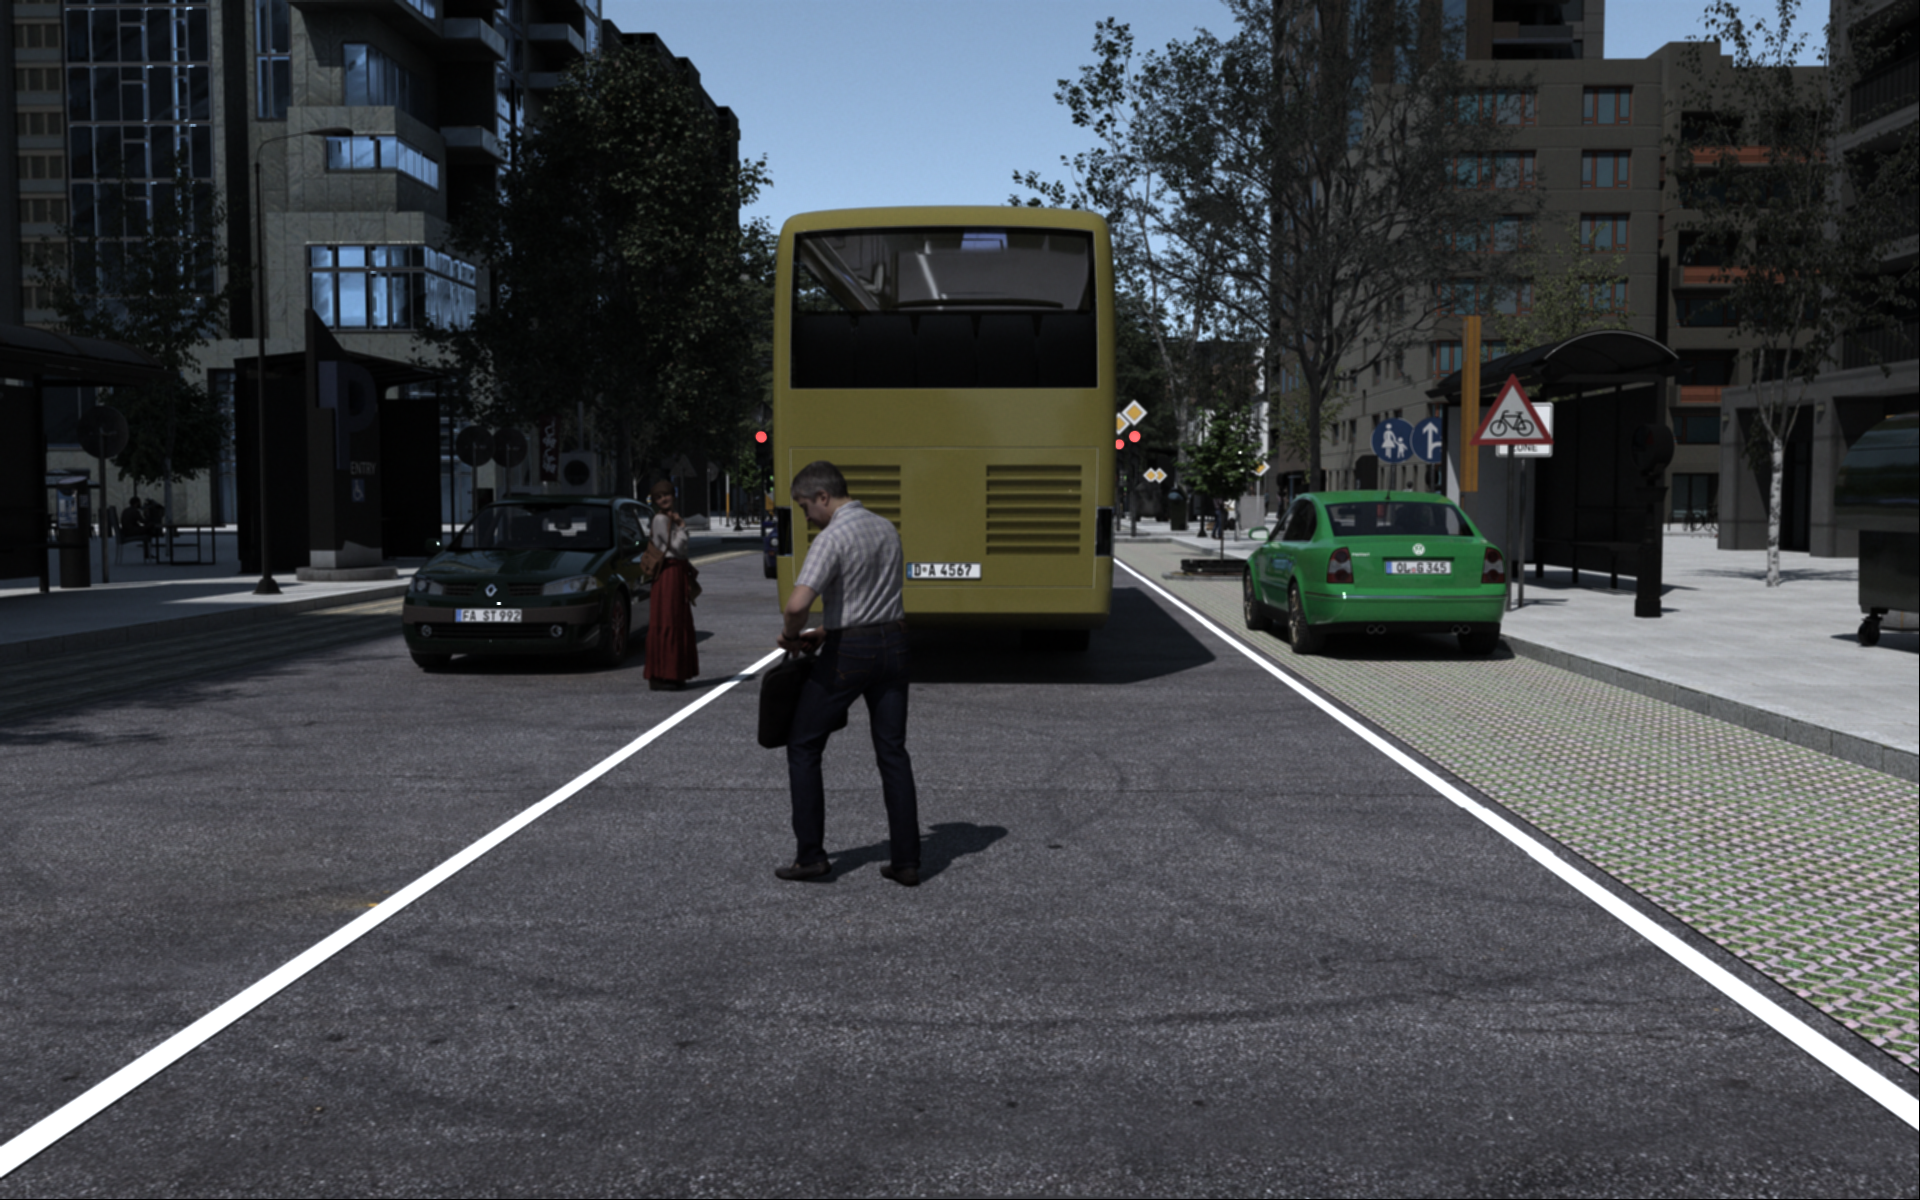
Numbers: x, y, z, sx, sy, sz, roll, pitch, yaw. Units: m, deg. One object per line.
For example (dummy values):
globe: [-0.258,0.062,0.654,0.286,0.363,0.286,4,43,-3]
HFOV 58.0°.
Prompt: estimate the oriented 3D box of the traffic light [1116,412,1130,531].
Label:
traffic light: [5.424,-4.315,59.470,0.839,4.253,0.868,0,4,2]

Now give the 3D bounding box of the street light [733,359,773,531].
street light: [-7.144,-5.335,59.770,1.470,5.913,1.316,0,4,2]

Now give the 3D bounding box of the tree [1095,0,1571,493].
tree: [7.611,-7.724,36.660,12.009,13.543,11.850,0,3,0]

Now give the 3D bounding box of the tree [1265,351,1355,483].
tree: [17.076,-8.209,84.579,4.737,8.622,4.395,0,3,0]

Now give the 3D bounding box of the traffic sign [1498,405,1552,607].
traffic sign: [6.343,-1.064,19.529,0.606,2.300,0.079,1,4,8]

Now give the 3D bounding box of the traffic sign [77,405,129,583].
traffic sign: [-12.305,-1.515,24.870,0.768,2.556,0.104,0,4,4]

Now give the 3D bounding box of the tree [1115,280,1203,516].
tree: [9.391,-11.984,102.591,9.857,13.997,8.962,0,3,0]

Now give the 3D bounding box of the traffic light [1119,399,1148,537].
traffic light: [5.153,-3.827,51.489,0.839,4.253,0.868,0,4,2]

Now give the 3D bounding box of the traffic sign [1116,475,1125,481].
traffic sign: [8.900,-5.780,94.613,0.768,2.556,0.104,0,4,4]

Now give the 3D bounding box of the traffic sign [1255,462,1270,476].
traffic sign: [10.105,-3.598,58.558,0.795,2.593,0.064,0,4,6]

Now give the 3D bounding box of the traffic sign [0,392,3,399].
traffic sign: [-9.307,-1.009,16.233,0.795,2.593,0.064,1,4,11]

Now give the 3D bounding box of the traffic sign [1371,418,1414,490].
traffic sign: [7.257,-1.767,29.004,0.768,2.556,0.104,1,4,11]

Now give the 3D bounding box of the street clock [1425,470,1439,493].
street clock: [14.031,-2.871,51.517,0.358,2.002,0.471,3,5,41]

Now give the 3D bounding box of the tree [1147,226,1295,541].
tree: [7.303,-5.901,46.846,4.360,8.622,3.978,0,3,0]

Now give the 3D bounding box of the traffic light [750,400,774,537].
traffic light: [-5.882,-3.849,51.847,0.839,4.253,0.868,0,4,2]

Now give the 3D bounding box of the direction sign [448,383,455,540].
direction sign: [-10.484,-2.676,35.754,0.379,3.537,0.876,-1,4,-20]

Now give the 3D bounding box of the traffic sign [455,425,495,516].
traffic sign: [-8.974,-1.954,32.051,0.768,2.556,0.104,0,4,7]

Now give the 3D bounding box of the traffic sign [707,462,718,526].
traffic sign: [-10.017,-4.217,69.054,0.768,2.556,0.104,0,4,6]

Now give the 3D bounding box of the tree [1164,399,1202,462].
tree: [16.665,-11.133,132.391,4.737,8.622,4.395,0,3,0]

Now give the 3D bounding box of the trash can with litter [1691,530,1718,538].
trash can with litter: [22.472,-2.397,50.255,1.678,1.210,2.233,-1,4,-12]

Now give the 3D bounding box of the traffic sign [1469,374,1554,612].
traffic sign: [5.980,-1.151,18.831,0.884,2.594,0.081,1,4,10]

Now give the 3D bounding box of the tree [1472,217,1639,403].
tree: [15.663,-5.814,45.424,4.737,8.622,4.395,0,3,0]

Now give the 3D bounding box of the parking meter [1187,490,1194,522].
parking meter: [10.449,-4.308,78.843,0.372,1.533,0.369,0,3,0]

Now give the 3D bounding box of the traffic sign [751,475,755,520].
traffic sign: [-10.388,-5.273,86.325,0.768,2.556,0.104,1,4,9]

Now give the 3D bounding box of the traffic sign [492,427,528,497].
traffic sign: [-8.632,-2.018,33.103,0.768,2.556,0.104,0,4,7]

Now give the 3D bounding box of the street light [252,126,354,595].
street light: [-8.355,-3.028,22.048,1.470,5.913,1.316,0,4,2]

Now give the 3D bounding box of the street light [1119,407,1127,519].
street light: [7.936,-7.177,89.888,1.470,5.913,1.316,0,4,2]

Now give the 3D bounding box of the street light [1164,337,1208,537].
street light: [6.650,-4.814,51.248,1.470,5.913,1.316,0,4,2]

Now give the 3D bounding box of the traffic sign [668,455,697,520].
traffic sign: [-8.301,-3.167,51.791,0.884,2.594,0.081,0,4,8]

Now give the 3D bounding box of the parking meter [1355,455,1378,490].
parking meter: [6.123,-1.249,26.130,0.255,1.863,0.399,0,4,-3]

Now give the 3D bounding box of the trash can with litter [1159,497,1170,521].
trash can with litter: [9.630,-4.298,81.666,0.624,1.170,1.055,-1,4,-14]

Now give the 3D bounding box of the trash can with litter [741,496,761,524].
trash can with litter: [-8.649,-3.914,75.050,1.678,1.210,2.233,1,4,9]

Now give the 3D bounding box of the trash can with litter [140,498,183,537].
trash can with litter: [-23.701,-2.448,51.417,0.624,1.170,1.055,3,5,43]

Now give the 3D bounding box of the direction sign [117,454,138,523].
direction sign: [-23.873,-3.554,50.111,0.876,3.537,0.379,-2,4,-31]

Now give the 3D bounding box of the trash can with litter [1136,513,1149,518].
trash can with litter: [9.922,-5.084,94.508,1.055,1.170,0.624,0,4,8]

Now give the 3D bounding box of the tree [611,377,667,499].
tree: [-14.955,-7.704,76.330,4.360,8.622,3.978,0,3,0]

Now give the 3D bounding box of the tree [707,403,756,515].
tree: [-14.705,-10.237,117.742,4.737,8.622,4.395,0,3,0]

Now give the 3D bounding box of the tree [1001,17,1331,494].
tree: [8.149,-13.052,69.293,12.611,20.169,13.585,0,3,0]

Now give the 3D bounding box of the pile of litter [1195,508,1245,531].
pile of litter: [9.169,-2.881,61.072,1.719,0.858,1.176,1,4,12]

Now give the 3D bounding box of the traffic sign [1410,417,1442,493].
traffic sign: [7.821,-1.746,28.658,0.768,2.556,0.104,0,4,5]

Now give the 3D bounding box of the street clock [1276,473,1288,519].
street clock: [11.207,-3.406,60.258,0.358,2.002,0.471,3,4,36]

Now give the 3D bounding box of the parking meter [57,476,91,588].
parking meter: [-12.119,-0.934,23.687,0.372,1.533,0.369,0,3,0]

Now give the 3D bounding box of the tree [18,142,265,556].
tree: [-16.600,-5.210,35.545,4.737,8.622,4.395,0,3,0]

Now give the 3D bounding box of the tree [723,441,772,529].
tree: [-7.592,-4.192,63.136,1.663,3.219,1.824,0,3,0]

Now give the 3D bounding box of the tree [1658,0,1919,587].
tree: [11.507,-4.491,23.784,4.360,8.622,3.978,0,3,0]

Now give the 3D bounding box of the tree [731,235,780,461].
tree: [-7.751,-9.635,75.663,7.486,12.596,7.792,0,3,0]

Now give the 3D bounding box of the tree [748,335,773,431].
tree: [-6.781,-11.130,92.347,12.009,13.543,11.850,0,3,0]

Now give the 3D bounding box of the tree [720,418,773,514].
tree: [-13.811,-9.815,110.836,4.360,8.622,3.978,0,3,0]

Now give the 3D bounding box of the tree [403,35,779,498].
tree: [-8.589,-7.756,43.817,9.611,12.733,9.660,0,3,0]

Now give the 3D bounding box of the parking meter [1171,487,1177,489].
parking meter: [8.068,-3.442,64.691,0.372,1.533,0.369,0,3,0]

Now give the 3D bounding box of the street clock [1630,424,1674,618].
street clock: [7.169,-0.821,17.995,0.358,2.002,0.471,-1,4,-9]

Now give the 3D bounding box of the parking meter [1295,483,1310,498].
parking meter: [7.980,-1.952,40.333,0.372,1.533,0.369,0,3,0]

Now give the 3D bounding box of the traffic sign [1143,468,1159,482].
traffic sign: [9.401,-5.225,85.160,0.795,2.593,0.064,1,4,10]

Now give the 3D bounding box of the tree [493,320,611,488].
tree: [-16.156,-7.214,68.317,4.360,8.622,3.978,0,3,0]

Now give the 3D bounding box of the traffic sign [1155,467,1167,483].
traffic sign: [9.871,-5.253,85.624,0.795,2.593,0.064,0,4,4]

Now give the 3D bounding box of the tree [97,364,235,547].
tree: [-19.626,-3.603,42.624,4.285,4.588,4.351,0,3,0]
